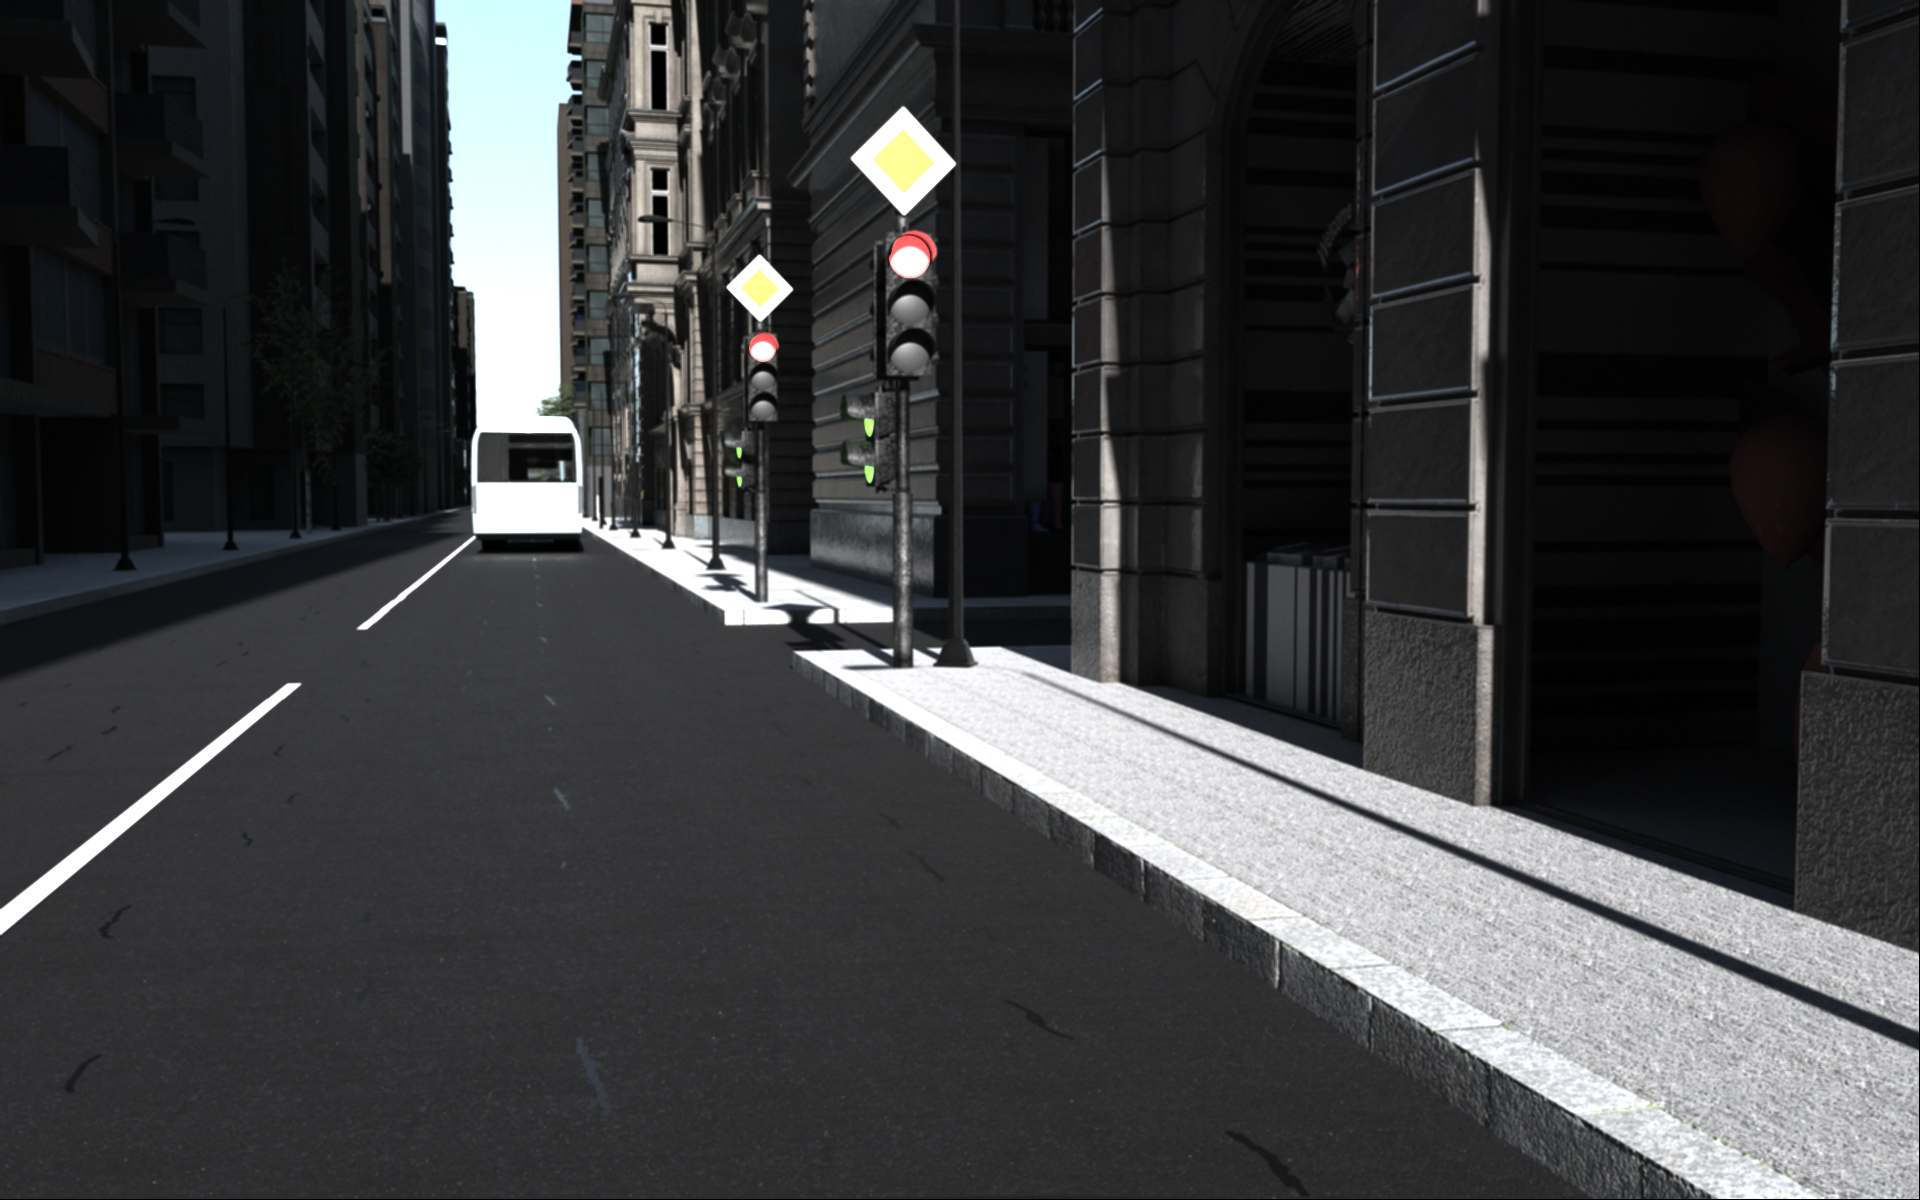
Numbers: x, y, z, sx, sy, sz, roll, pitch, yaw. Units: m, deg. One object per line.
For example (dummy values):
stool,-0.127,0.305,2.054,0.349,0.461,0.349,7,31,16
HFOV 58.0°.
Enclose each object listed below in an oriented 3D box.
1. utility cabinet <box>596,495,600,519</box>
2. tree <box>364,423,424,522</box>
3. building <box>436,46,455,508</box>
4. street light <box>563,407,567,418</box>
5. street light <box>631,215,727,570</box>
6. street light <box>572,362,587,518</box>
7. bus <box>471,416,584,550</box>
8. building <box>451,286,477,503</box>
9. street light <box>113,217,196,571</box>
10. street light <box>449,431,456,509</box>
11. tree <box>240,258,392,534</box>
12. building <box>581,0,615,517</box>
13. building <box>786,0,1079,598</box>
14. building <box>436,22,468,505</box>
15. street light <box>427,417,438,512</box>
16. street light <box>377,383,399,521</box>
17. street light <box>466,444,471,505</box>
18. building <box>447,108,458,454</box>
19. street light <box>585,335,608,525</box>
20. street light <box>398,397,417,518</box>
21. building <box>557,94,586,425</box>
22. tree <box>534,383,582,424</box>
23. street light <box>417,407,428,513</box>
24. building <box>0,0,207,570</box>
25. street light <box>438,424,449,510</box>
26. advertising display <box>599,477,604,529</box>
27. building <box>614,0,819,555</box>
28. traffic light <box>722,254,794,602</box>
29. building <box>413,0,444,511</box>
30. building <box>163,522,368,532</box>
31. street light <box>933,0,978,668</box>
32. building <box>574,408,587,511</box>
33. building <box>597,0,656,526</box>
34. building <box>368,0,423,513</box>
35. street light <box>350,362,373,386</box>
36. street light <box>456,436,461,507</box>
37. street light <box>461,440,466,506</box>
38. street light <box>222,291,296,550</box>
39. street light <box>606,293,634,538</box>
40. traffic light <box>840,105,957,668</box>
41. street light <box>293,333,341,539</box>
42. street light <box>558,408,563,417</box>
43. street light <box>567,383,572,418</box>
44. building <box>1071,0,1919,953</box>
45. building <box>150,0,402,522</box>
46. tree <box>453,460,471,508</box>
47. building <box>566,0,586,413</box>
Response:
utility cabinet,-18.855,-4.841,90.318,0.306,1.237,1.020,-1,4,-15
tree,-26.626,-5.817,78.829,4.285,4.588,4.351,0,3,0
building,-52.307,-28.648,151.995,14.154,41.232,14.086,-1,4,-14
street light,-17.968,-6.721,82.437,1.470,5.913,1.316,-1,4,-14
street light,-4.669,-3.459,29.102,1.470,5.913,1.316,-1,4,-14
street light,-12.857,-5.431,61.343,1.470,5.913,1.316,-1,4,-14
bus,-11.782,-3.228,47.634,2.948,3.499,13.247,-1,4,-13
building,-73.329,-28.388,235.844,14.160,30.474,14.107,-1,4,-14
street light,-13.526,-3.459,29.103,1.470,5.913,1.316,-1,4,-14
street light,-37.776,-9.400,126.231,1.470,5.913,1.316,-1,4,-14
tree,-20.507,-6.400,54.996,4.737,8.622,4.395,0,3,0
building,-15.510,-20.336,104.190,14.160,30.474,14.107,-1,4,-14
building,7.483,-12.146,27.460,19.941,23.489,11.050,-1,4,-14
building,-72.157,-54.948,211.067,22.319,86.520,31.000,-1,4,-14
street light,-32.356,-8.041,104.016,1.470,5.913,1.316,-1,4,-14
street light,-24.410,-6.104,72.342,1.470,5.913,1.316,-1,4,-14
street light,-45.708,-11.353,158.154,1.470,5.913,1.316,-1,4,-14
building,-65.040,-32.300,182.732,22.147,44.769,28.867,-1,4,-14
street light,-10.098,-4.785,50.777,1.470,5.913,1.316,-1,4,-14
street light,-26.959,-6.753,82.955,1.470,5.913,1.316,-1,4,-14
building,-38.175,-33.393,196.086,14.600,45.320,14.200,-1,4,-14
tree,-40.164,-15.788,176.261,7.486,12.596,7.792,0,3,0
street light,-29.549,-7.360,92.883,1.470,5.913,1.316,-1,4,-14
building,-26.614,-22.974,30.245,22.147,44.769,28.867,-1,4,-14
street light,-34.911,-8.708,114.912,1.470,5.913,1.316,-1,4,-14
advertising display,-13.370,-3.630,64.569,0.123,1.923,0.974,-1,4,-9
building,-3.150,-14.329,53.368,14.460,24.649,34.723,-1,4,-14
traffic light,-2.376,-1.929,20.452,0.839,4.253,0.868,-1,4,-14
building,-50.836,-35.968,130.077,21.231,58.520,28.212,-1,4,-14
building,-29.889,-17.821,63.071,14.160,30.474,14.107,-1,4,-14
street light,-0.558,-2.454,12.663,1.470,5.913,1.316,-1,4,-14
building,-16.586,-49.709,125.417,22.319,86.520,31.000,-1,4,-14
building,-10.311,-17.432,82.276,12.463,27.353,25.104,-1,4,-14
building,-42.485,-26.137,110.928,14.154,41.232,14.086,-1,4,-14
street light,-21.481,-5.413,61.040,1.470,5.913,1.316,-1,4,-14
street light,-40.400,-10.041,136.709,1.470,5.913,1.316,-1,4,-14
street light,-43.161,-10.710,147.656,1.470,5.913,1.316,-1,4,-14
street light,-16.164,-4.100,39.578,1.470,5.913,1.316,-1,4,-14
street light,-7.362,-4.146,40.326,1.470,5.913,1.316,-1,4,-14
traffic light,-0.440,-1.455,12.704,0.839,4.253,0.868,-1,4,-14
street light,-18.711,-4.742,50.076,1.470,5.913,1.316,-1,4,-14
street light,-20.681,-7.372,93.074,1.470,5.913,1.316,-1,4,-14
street light,-15.408,-6.080,71.942,1.470,5.913,1.316,-1,4,-14
building,9.277,-9.795,1.946,13.314,21.916,24.055,-1,4,-14
building,-39.118,-19.843,96.131,14.160,30.474,14.107,-1,4,-14
tree,-48.319,-11.140,165.856,4.285,4.588,4.351,0,3,0
building,-23.734,-30.647,155.706,22.147,44.769,28.867,-1,4,-14
